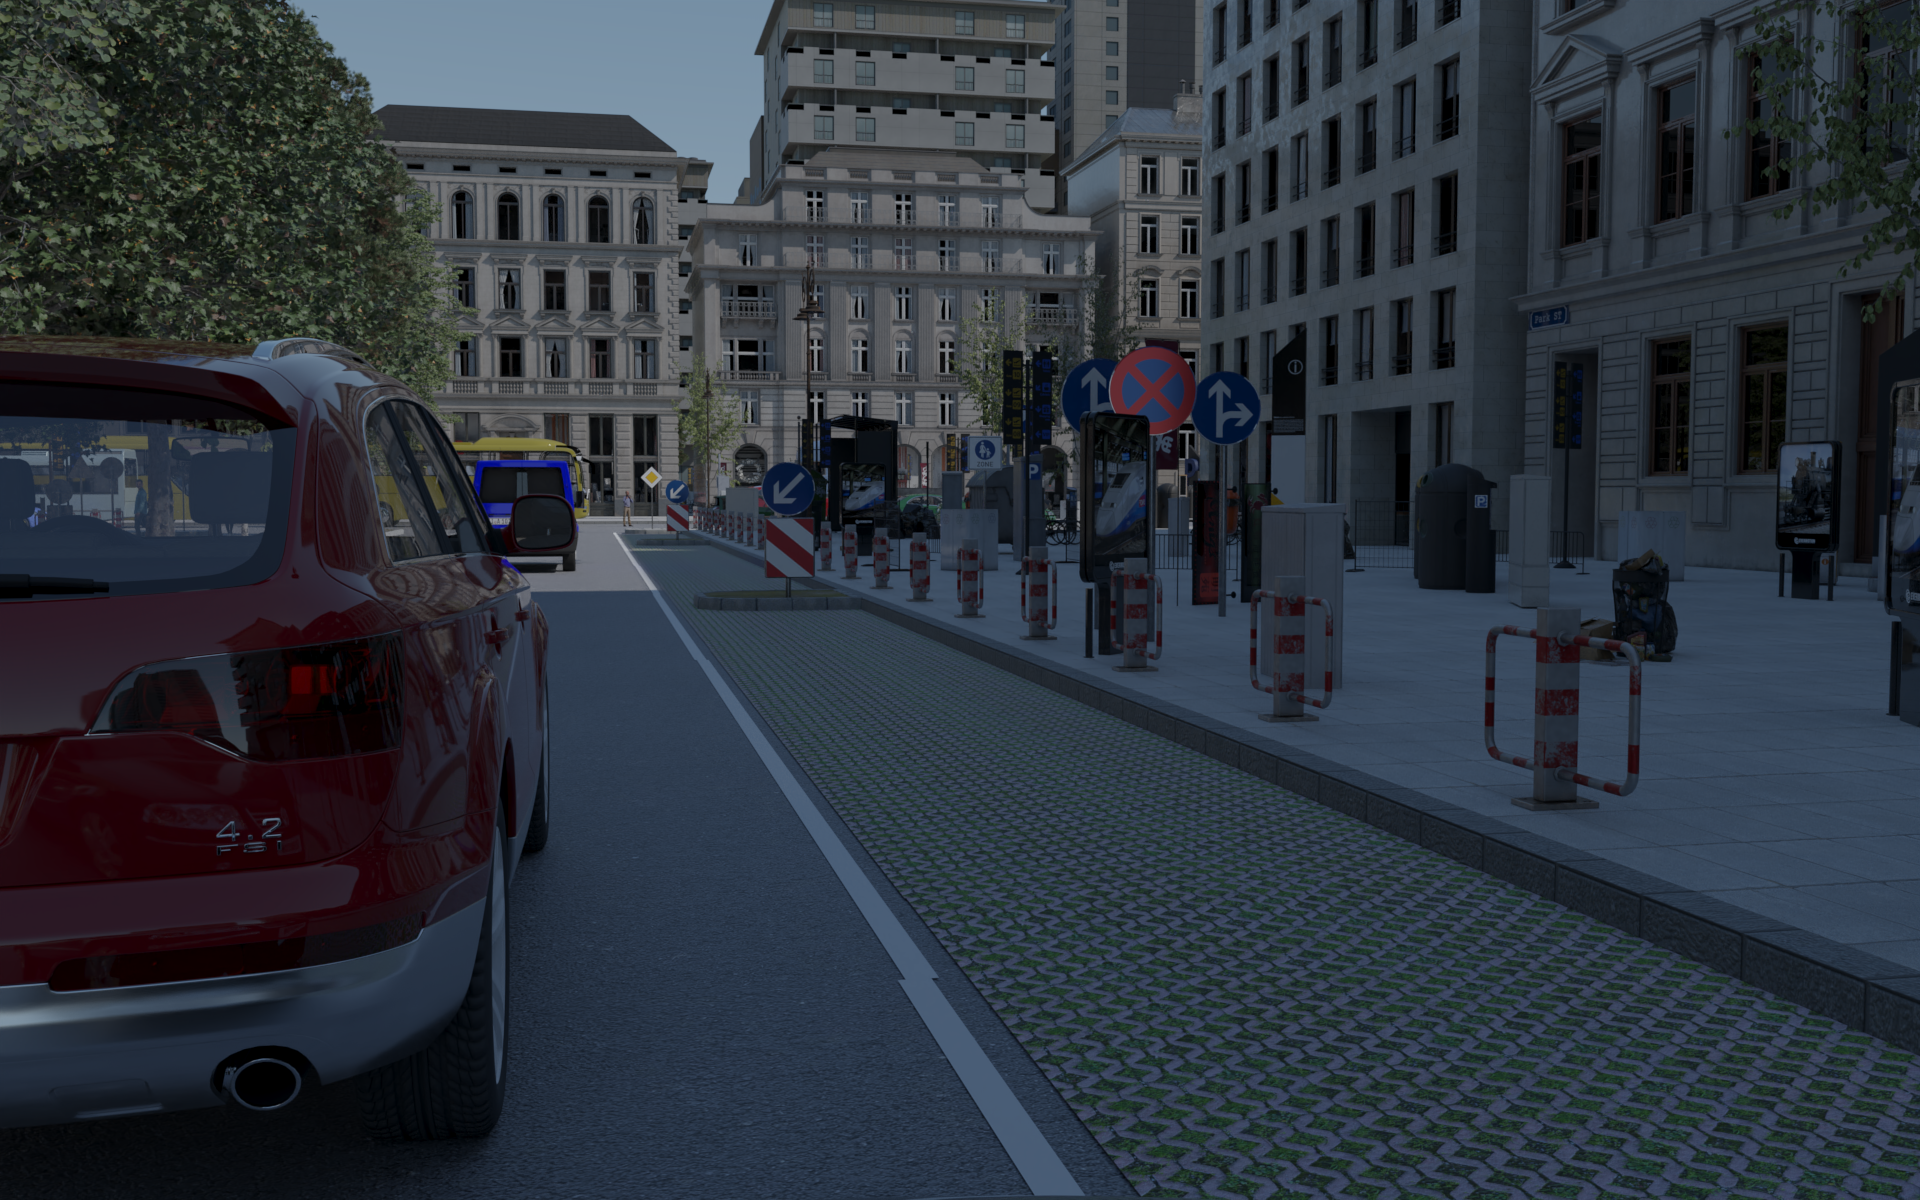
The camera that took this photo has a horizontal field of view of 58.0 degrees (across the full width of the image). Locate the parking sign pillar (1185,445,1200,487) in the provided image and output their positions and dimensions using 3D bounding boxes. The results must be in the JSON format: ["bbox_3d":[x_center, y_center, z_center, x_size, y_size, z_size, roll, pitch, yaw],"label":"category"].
[{"bbox_3d":[12.808,-6.499,94.722,1.447,3.967,1.447,-2,4,-26],"label":"parking sign pillar"}]

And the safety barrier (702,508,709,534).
[{"bbox_3d":[-8.069,-2.556,56.065,0.300,0.817,1.120,-1,4,-12],"label":"safety barrier"}]

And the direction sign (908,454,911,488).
[{"bbox_3d":[-2.881,-6.505,98.361,0.379,3.537,0.876,1,4,8],"label":"direction sign"}]

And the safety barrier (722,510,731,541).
[{"bbox_3d":[-6.321,-2.057,47.912,0.300,0.817,1.120,-1,4,-12],"label":"safety barrier"}]

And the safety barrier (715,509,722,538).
[{"bbox_3d":[-6.904,-2.224,50.632,0.300,0.817,1.120,-1,4,-12],"label":"safety barrier"}]

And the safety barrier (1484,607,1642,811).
[{"bbox_3d":[2.444,0.439,7.093,0.300,0.817,1.120,-1,4,-12],"label":"safety barrier"}]

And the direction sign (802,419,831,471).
[{"bbox_3d":[-4.312,-3.680,52.164,0.876,3.537,0.379,-1,4,-10],"label":"direction sign"}]

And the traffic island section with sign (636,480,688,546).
[{"bbox_3d":[-8.084,-2.448,48.657,1.989,1.847,2.006,-1,4,-12],"label":"traffic island section with sign"}]

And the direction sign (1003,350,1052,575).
[{"bbox_3d":[1.071,-2.171,27.486,0.876,3.537,0.379,-2,4,-27],"label":"direction sign"}]

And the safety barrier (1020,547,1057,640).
[{"bbox_3d":[0.692,-0.061,15.272,0.300,0.817,1.120,-1,4,-12],"label":"safety barrier"}]

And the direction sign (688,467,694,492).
[{"bbox_3d":[-22.341,-9.313,144.263,0.379,3.537,0.876,3,4,37],"label":"direction sign"}]

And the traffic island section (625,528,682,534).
[{"bbox_3d":[-11.244,-2.516,63.420,2.009,0.180,2.903,-1,4,-12],"label":"traffic island section"}]

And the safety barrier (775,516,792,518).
[{"bbox_3d":[-3.399,-1.226,34.326,0.300,0.817,1.120,-1,4,-12],"label":"safety barrier"}]

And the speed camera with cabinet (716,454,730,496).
[{"bbox_3d":[-11.504,-5.526,84.678,0.660,3.252,2.038,-1,4,-13],"label":"speed camera with cabinet"}]

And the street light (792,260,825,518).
[{"bbox_3d":[-3.007,-3.771,34.437,0.468,5.910,1.993,-1,4,-12],"label":"street light"}]

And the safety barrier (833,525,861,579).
[{"bbox_3d":[-1.651,-0.728,26.173,0.300,0.817,1.120,-1,4,-12],"label":"safety barrier"}]

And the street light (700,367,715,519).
[{"bbox_3d":[-9.216,-5.540,63.369,0.468,5.910,1.993,-1,4,-12],"label":"street light"}]

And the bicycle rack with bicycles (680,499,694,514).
[{"bbox_3d":[-17.752,-6.177,114.373,2.925,0.926,2.852,1,4,18],"label":"bicycle rack with bicycles"}]

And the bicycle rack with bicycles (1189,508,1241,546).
[{"bbox_3d":[7.023,-1.877,44.069,2.925,0.926,2.852,-1,4,-15],"label":"bicycle rack with bicycles"}]

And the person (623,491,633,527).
[{"bbox_3d":[-14.667,-4.030,76.451,0.319,1.574,0.516,3,5,44],"label":"person"}]

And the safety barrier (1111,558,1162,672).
[{"bbox_3d":[1.272,0.105,12.556,0.300,0.817,1.120,-1,4,-12],"label":"safety barrier"}]

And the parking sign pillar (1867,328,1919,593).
[{"bbox_3d":[12.635,-2.078,22.442,1.447,3.967,1.447,-3,5,-42],"label":"parking sign pillar"}]

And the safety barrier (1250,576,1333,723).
[{"bbox_3d":[1.864,0.273,9.809,0.300,0.817,1.120,-1,4,-12],"label":"safety barrier"}]

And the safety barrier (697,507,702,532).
[{"bbox_3d":[-8.649,-2.722,58.781,0.300,0.817,1.120,-1,4,-12],"label":"safety barrier"}]

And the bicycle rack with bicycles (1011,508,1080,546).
[{"bbox_3d":[2.340,-1.872,43.985,2.925,0.926,2.852,-1,4,-10],"label":"bicycle rack with bicycles"}]

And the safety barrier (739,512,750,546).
[{"bbox_3d":[-5.150,-1.725,42.475,0.300,0.817,1.120,-1,4,-12],"label":"safety barrier"}]

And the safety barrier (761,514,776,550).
[{"bbox_3d":[-3.987,-1.392,37.039,0.300,0.817,1.120,-1,4,-12],"label":"safety barrier"}]

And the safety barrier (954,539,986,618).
[{"bbox_3d":[0.103,-0.228,17.998,0.300,0.817,1.120,-1,4,-12],"label":"safety barrier"}]

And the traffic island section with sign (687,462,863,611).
[{"bbox_3d":[-2.373,-0.822,22.060,1.989,1.847,2.006,-1,4,-12],"label":"traffic island section with sign"}]

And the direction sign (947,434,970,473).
[{"bbox_3d":[-0.066,-4.457,64.876,0.876,3.537,0.379,0,4,-6],"label":"direction sign"}]

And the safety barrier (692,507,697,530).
[{"bbox_3d":[-9.230,-2.888,61.496,0.300,0.817,1.120,-1,4,-12],"label":"safety barrier"}]

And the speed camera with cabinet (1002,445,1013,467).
[{"bbox_3d":[1.016,-3.707,54.946,0.660,3.252,2.038,-2,4,-29],"label":"speed camera with cabinet"}]

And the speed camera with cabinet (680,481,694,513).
[{"bbox_3d":[-18.251,-7.559,117.919,2.038,3.252,0.660,2,4,34],"label":"speed camera with cabinet"}]

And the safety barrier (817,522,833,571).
[{"bbox_3d":[-2.235,-0.894,28.897,0.300,0.817,1.120,-1,4,-12],"label":"safety barrier"}]

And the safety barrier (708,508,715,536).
[{"bbox_3d":[-7.485,-2.390,53.347,0.300,0.817,1.120,-1,4,-12],"label":"safety barrier"}]

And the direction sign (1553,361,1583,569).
[{"bbox_3d":[10.466,-2.316,29.871,0.876,3.537,0.379,-3,5,-40],"label":"direction sign"}]

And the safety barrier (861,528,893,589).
[{"bbox_3d":[-1.063,-0.560,23.439,0.300,0.817,1.120,-1,4,-12],"label":"safety barrier"}]

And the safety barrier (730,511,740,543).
[{"bbox_3d":[-5.735,-1.891,45.194,0.300,0.817,1.120,-1,4,-12],"label":"safety barrier"}]

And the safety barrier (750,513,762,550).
[{"bbox_3d":[-4.568,-1.559,39.760,0.300,0.817,1.120,-1,4,-12],"label":"safety barrier"}]

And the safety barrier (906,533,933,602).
[{"bbox_3d":[-0.483,-0.394,20.713,0.300,0.817,1.120,-1,4,-12],"label":"safety barrier"}]
